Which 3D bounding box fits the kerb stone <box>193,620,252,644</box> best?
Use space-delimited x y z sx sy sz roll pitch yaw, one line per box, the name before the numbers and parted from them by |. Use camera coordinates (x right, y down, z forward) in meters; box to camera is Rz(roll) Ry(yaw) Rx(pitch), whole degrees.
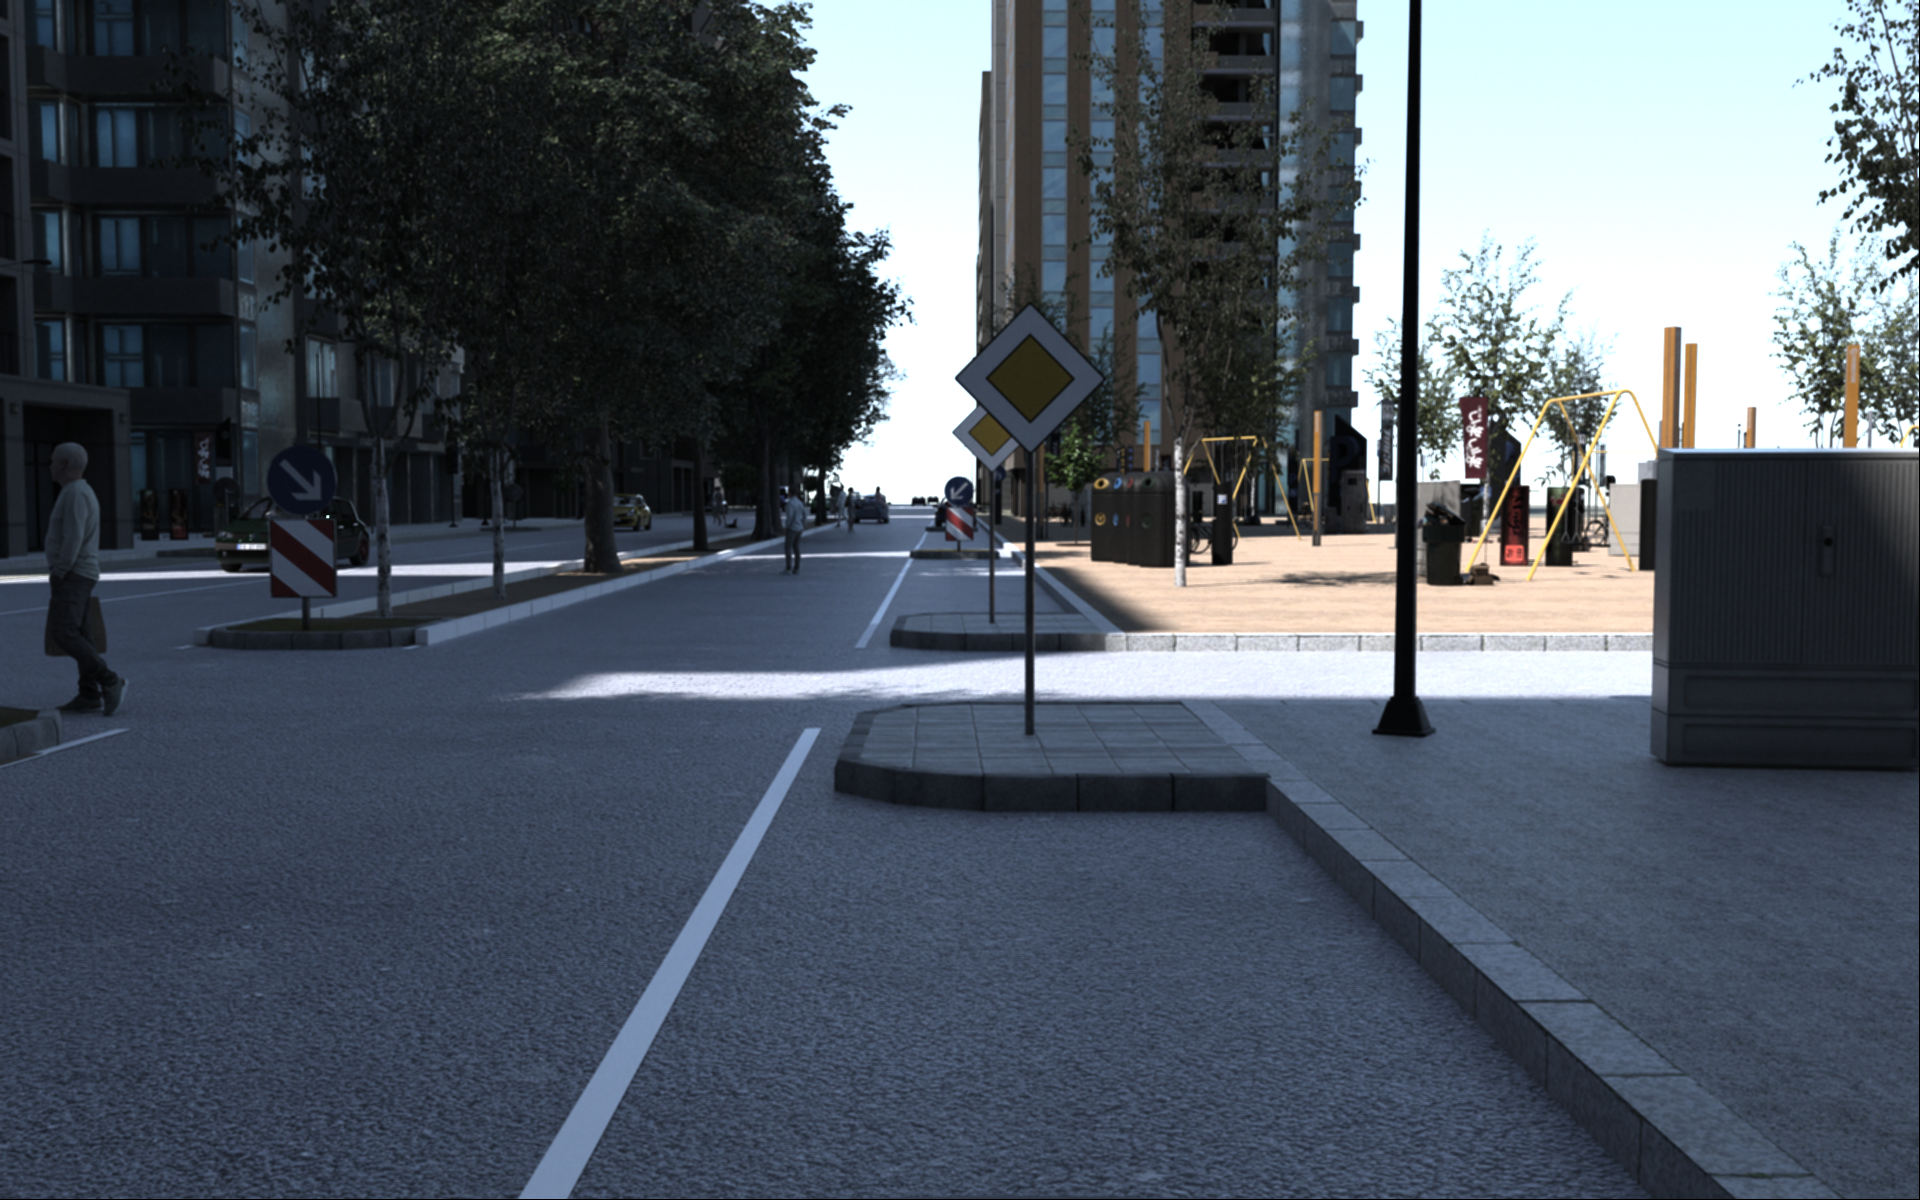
kerb stone | -7.200 0.324 16.899 0.120 0.150 1.000 0 4 0

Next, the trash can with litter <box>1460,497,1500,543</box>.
trash can with litter | 13.650 -2.116 45.656 2.233 1.210 1.678 0 4 -7

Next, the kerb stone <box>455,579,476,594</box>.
kerb stone | -7.253 -0.177 25.088 0.120 0.150 1.000 0 4 0

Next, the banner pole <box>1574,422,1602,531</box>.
banner pole | 21.732 -4.301 60.336 0.401 3.779 0.863 -2 4 -35

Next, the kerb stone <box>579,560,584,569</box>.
kerb stone | -7.316 -0.678 33.286 0.120 0.150 1.000 0 4 0

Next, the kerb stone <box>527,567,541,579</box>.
kerb stone | -7.283 -0.426 29.199 0.120 0.150 1.000 0 4 0

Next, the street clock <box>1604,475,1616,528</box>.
street clock | 24.923 -3.785 66.462 0.358 2.002 0.471 -1 4 -12

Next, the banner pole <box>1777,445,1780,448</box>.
banner pole | 41.771 -6.057 89.046 0.863 3.779 0.401 2 4 29

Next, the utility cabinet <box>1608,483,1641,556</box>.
utility cabinet | 13.990 -1.649 35.636 1.173 1.500 0.318 2 4 28

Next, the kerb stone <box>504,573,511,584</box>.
kerb stone | -7.268 -0.303 27.148 0.120 0.150 1.000 0 4 0

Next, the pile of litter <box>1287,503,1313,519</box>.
pile of litter | 17.849 -4.632 89.706 1.719 0.858 1.176 3 4 36

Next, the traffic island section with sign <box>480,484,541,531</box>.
traffic island section with sign | -17.294 -3.564 66.896 1.989 1.847 2.006 0 4 0

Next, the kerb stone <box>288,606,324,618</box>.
kerb stone | -7.228 0.199 18.943 0.120 0.150 1.000 0 4 0

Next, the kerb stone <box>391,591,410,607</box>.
kerb stone | -7.240 0.014 22.009 0.120 0.150 1.000 0 4 0

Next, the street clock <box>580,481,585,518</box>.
street clock | -20.218 -5.382 92.568 0.358 2.002 0.471 -1 4 -16

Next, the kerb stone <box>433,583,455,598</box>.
kerb stone | -7.252 -0.114 24.053 0.120 0.150 1.000 0 4 0

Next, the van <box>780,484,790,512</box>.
van | -15.027 -8.425 142.127 2.240 2.365 5.245 0 4 2

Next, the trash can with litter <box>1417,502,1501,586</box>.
trash can with litter | 7.030 -0.797 24.422 1.055 1.170 0.624 0 4 -8

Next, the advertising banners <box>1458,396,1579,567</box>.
advertising banners | 9.914 -2.117 30.802 2.074 3.025 0.090 1 4 19

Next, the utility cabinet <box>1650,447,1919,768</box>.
utility cabinet | 3.913 0.033 8.138 1.173 1.500 0.318 0 4 8

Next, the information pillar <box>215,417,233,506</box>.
information pillar | -22.238 -3.733 52.386 0.504 3.616 0.183 0 4 4

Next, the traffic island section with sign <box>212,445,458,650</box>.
traffic island section with sign | -6.159 -0.533 16.855 2.006 1.907 1.989 0 4 0

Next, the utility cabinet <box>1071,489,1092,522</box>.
utility cabinet | 5.575 -4.324 79.374 0.318 1.500 1.173 -3 4 -36

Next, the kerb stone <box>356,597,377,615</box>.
kerb stone | -7.234 0.077 20.988 0.120 0.150 1.000 0 4 0

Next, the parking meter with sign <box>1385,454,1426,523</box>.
parking meter with sign | 19.675 -4.919 76.693 1.738 3.016 0.543 2 4 33

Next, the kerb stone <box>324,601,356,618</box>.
kerb stone | -7.220 0.137 19.965 0.120 0.150 1.000 0 4 0

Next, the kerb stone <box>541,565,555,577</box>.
kerb stone | -7.284 -0.491 30.221 0.120 0.150 1.000 0 4 0

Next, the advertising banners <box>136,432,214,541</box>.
advertising banners | -21.809 -3.182 48.216 2.074 3.025 0.090 -3 4 -39

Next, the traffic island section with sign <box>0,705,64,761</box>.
traffic island section with sign | -6.119 -0.080 9.448 2.006 1.907 1.989 0 4 0

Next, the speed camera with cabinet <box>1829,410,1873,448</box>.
speed camera with cabinet | 20.750 -2.842 40.808 2.038 3.252 0.660 0 4 7

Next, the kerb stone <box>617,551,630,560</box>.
kerb stone | -7.338 -0.929 37.385 0.120 0.150 1.000 0 4 0

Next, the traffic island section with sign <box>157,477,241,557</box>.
traffic island section with sign | -17.107 -1.915 39.941 1.989 1.847 2.006 0 4 0

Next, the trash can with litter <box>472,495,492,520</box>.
trash can with litter | -24.009 -4.701 87.920 1.678 1.210 2.233 -2 4 -34

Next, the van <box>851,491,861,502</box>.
van | -14.093 -13.822 232.998 2.013 2.044 4.112 0 4 -2

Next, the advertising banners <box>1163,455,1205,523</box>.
advertising banners | 9.862 -4.937 76.913 2.074 3.025 0.090 2 4 27

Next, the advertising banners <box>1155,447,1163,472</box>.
advertising banners | 7.097 -4.181 64.554 0.090 3.025 2.074 2 4 25

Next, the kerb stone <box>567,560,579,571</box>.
kerb stone | -7.313 -0.616 32.264 0.120 0.150 1.000 0 4 0

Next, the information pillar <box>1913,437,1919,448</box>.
information pillar | 35.830 -4.487 64.716 0.504 3.616 0.183 0 4 -5

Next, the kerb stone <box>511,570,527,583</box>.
kerb stone | -7.276 -0.366 28.177 0.120 0.150 1.000 0 4 0

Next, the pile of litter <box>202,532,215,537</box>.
pile of litter | -21.840 -2.283 51.295 1.176 0.858 1.719 -2 4 -26

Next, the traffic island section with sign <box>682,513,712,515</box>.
traffic island section with sign | -17.632 -6.626 116.969 1.989 1.847 2.006 0 4 0

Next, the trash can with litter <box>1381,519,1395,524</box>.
trash can with litter | 18.647 -3.858 74.133 1.678 1.210 2.233 1 4 21

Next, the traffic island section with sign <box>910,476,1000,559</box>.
traffic island section with sign | -0.130 -1.857 38.984 1.989 1.847 2.006 0 4 0

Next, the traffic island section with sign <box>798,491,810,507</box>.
traffic island section with sign | -18.166 -11.577 197.911 1.989 1.847 2.006 0 4 0

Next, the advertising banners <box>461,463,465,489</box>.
advertising banners | -26.578 -5.749 90.180 2.074 3.025 0.090 1 4 18

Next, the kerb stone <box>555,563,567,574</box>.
kerb stone | -7.301 -0.548 31.243 0.120 0.150 1.000 0 4 0

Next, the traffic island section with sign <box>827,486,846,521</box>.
traffic island section with sign | -6.672 -5.129 91.991 2.006 1.907 1.989 0 4 0

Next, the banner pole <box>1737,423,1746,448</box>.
banner pole | 27.787 -4.365 61.383 0.863 3.779 0.401 0 4 -7

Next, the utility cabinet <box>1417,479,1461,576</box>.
utility cabinet | 7.328 -1.099 26.642 0.318 1.500 1.173 0 4 -4

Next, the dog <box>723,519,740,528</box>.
dog | -9.578 -3.205 72.600 0.748 0.427 0.550 3 4 38

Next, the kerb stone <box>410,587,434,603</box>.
kerb stone | -7.244 -0.050 23.031 0.120 0.150 1.000 0 4 0

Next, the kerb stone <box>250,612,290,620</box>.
kerb stone | -7.210 0.264 17.921 0.120 0.150 1.000 0 4 0

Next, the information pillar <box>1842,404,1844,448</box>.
information pillar | 22.536 -3.219 43.988 0.183 3.616 0.504 0 4 0

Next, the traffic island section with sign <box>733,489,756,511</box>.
traffic island section with sign | -17.813 -8.288 144.140 1.989 1.847 2.006 0 4 0

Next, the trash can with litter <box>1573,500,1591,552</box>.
trash can with litter | 13.654 -1.664 38.600 0.624 1.170 1.055 3 5 40

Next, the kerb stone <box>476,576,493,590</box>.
kerb stone | -7.261 -0.238 26.120 0.120 0.150 1.000 0 4 0

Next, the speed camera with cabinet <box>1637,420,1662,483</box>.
speed camera with cabinet | 19.306 -3.216 46.911 2.038 3.252 0.660 -2 4 -24

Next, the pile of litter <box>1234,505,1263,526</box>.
pile of litter | 11.508 -3.448 70.334 1.719 0.858 1.176 0 4 -5

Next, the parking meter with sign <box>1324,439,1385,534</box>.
parking meter with sign | 12.502 -3.600 55.128 1.738 3.016 0.543 0 4 2
